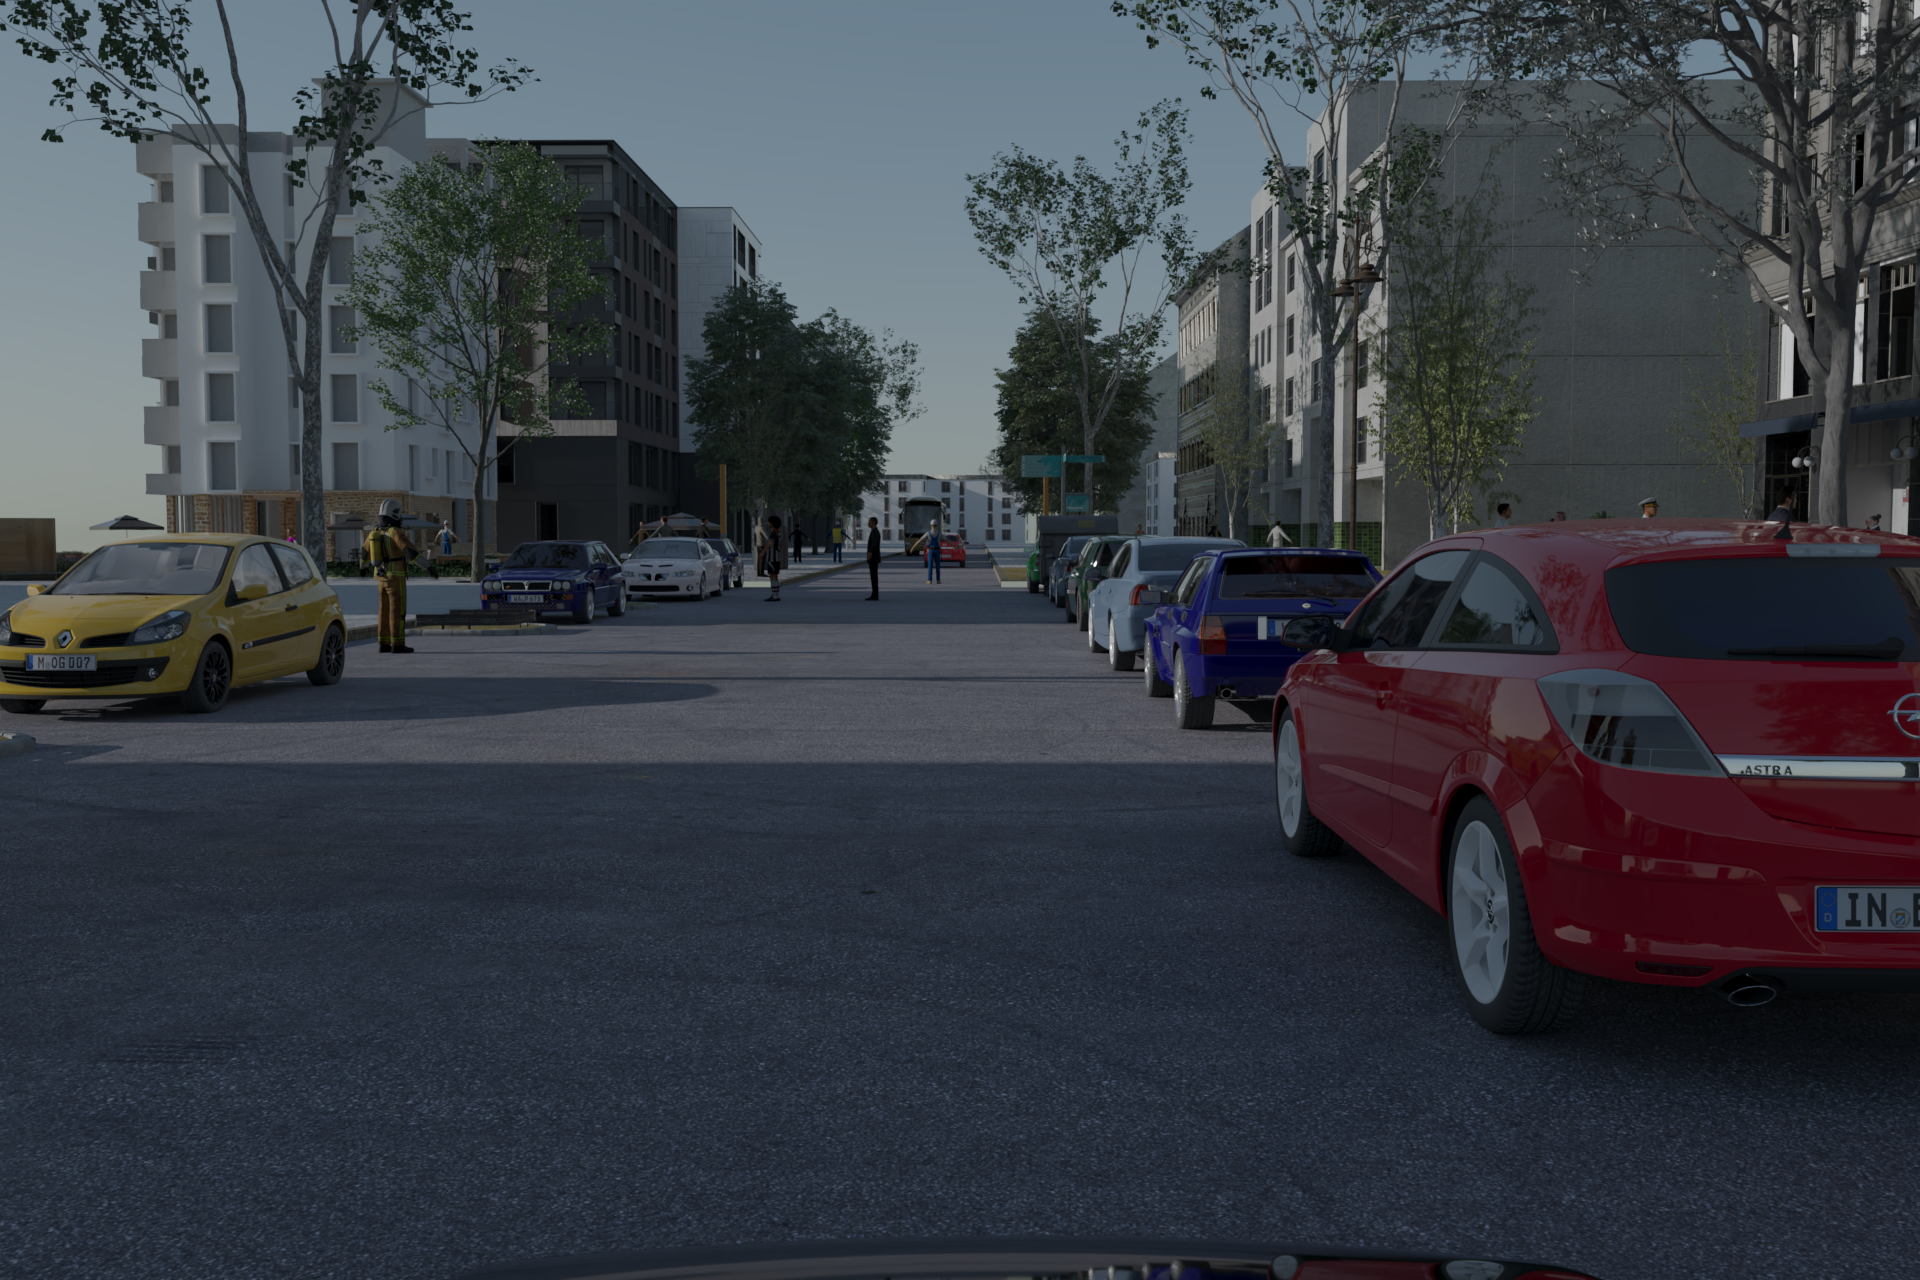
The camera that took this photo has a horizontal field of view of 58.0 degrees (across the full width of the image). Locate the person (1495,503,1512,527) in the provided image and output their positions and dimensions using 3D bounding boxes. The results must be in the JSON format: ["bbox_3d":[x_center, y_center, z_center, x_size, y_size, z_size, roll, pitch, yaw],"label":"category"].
[{"bbox_3d":[9.374,-1.445,29.785,0.704,1.810,1.344,1,4,10],"label":"person"}]

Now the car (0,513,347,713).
[{"bbox_3d":[-6.795,-0.297,15.078,2.015,1.641,3.980,0,4,1],"label":"car"}]

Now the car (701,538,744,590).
[{"bbox_3d":[-6.717,-2.009,45.421,1.945,1.354,3.894,0,4,0],"label":"car"}]

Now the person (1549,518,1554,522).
[{"bbox_3d":[19.695,-3.138,57.495,0.705,1.806,1.347,-2,4,-34],"label":"person"}]

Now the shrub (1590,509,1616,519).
[{"bbox_3d":[19.126,-2.879,51.491,1.690,2.028,1.600,0,3,0],"label":"shrub"}]

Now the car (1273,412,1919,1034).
[{"bbox_3d":[2.364,0.158,6.455,2.155,1.783,4.494,0,4,-1],"label":"car"}]

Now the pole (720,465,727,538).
[{"bbox_3d":[-6.958,-3.492,50.932,0.158,3.312,0.155,0,3,0],"label":"pole"}]

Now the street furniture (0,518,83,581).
[{"bbox_3d":[-27.746,-2.664,50.409,9.812,1.723,11.010,-2,4,-31],"label":"street furniture"}]

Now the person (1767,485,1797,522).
[{"bbox_3d":[9.212,-0.812,19.318,0.704,1.823,1.345,0,4,1],"label":"person"}]

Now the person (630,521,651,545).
[{"bbox_3d":[-12.922,-3.935,70.475,1.346,1.812,0.704,3,5,39],"label":"person"}]

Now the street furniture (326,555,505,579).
[{"bbox_3d":[-17.267,-2.210,51.754,10.072,0.657,5.734,0,4,-4],"label":"street furniture"}]

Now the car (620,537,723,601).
[{"bbox_3d":[-6.396,-1.597,38.474,2.083,1.381,4.827,0,4,0],"label":"car"}]

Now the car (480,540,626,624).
[{"bbox_3d":[-6.733,-0.996,28.863,1.945,1.354,3.894,0,4,1],"label":"car"}]

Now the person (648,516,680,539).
[{"bbox_3d":[-8.372,-2.616,49.037,1.348,1.796,0.705,-3,5,-41],"label":"person"}]

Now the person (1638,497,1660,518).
[{"bbox_3d":[10.618,-1.276,26.649,1.343,1.855,0.704,-3,5,-42],"label":"person"}]

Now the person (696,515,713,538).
[{"bbox_3d":[-7.632,-2.812,51.906,0.705,1.837,1.347,-3,4,-36],"label":"person"}]

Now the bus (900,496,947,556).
[{"bbox_3d":[-2.283,-7.621,116.144,2.896,3.916,12.252,0,4,1],"label":"bus"}]

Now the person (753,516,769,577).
[{"bbox_3d":[-5.896,-2.788,51.712,0.705,1.813,1.348,-2,4,-32],"label":"person"}]

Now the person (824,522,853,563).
[{"bbox_3d":[-5.432,-4.342,76.955,1.349,1.833,0.705,1,4,12],"label":"person"}]

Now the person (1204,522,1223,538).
[{"bbox_3d":[12.220,-4.760,83.601,1.354,1.856,0.705,-2,4,-31],"label":"person"}]

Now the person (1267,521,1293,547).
[{"bbox_3d":[12.320,-3.719,66.984,0.705,1.806,1.347,-2,4,-34],"label":"person"}]

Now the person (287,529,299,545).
[{"bbox_3d":[-18.542,-2.360,47.850,0.991,1.433,0.599,3,4,39],"label":"person"}]

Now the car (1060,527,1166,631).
[{"bbox_3d":[2.581,-1.045,26.880,2.009,1.686,4.222,0,3,0],"label":"car"}]

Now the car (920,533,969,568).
[{"bbox_3d":[-0.668,-4.046,75.196,2.155,1.783,4.494,0,4,-1],"label":"car"}]

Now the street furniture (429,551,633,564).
[{"bbox_3d":[-14.638,-2.961,64.042,10.072,0.657,5.734,-1,4,-13],"label":"street furniture"}]

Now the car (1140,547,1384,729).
[{"bbox_3d":[2.476,-0.090,14.048,1.945,1.354,3.894,0,4,1],"label":"car"}]

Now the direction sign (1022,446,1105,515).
[{"bbox_3d":[3.126,-3.858,51.836,2.525,3.948,1.411,0,3,0],"label":"direction sign"}]

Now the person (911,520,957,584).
[{"bbox_3d":[-0.746,-2.536,49.784,1.347,1.847,0.705,0,4,-5],"label":"person"}]

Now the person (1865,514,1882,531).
[{"bbox_3d":[20.220,-1.939,38.547,0.445,1.727,0.742,0,4,-3],"label":"person"}]

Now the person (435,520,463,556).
[{"bbox_3d":[-21.038,-3.991,71.107,1.347,1.847,0.705,1,4,20],"label":"person"}]

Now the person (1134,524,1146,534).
[{"bbox_3d":[8.170,-4.359,78.074,1.217,1.733,0.721,-2,4,-26],"label":"person"}]

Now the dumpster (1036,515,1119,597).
[{"bbox_3d":[2.694,-1.925,39.685,1.865,1.857,1.264,0,4,0],"label":"dumpster"}]

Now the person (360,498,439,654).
[{"bbox_3d":[-6.825,-0.773,20.871,1.354,1.858,0.705,2,4,33],"label":"person"}]

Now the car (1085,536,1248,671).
[{"bbox_3d":[2.440,-0.453,19.411,2.014,1.417,4.499,0,4,0],"label":"car"}]

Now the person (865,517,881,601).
[{"bbox_3d":[-1.892,-1.756,37.389,0.704,1.802,1.346,0,4,-3],"label":"person"}]

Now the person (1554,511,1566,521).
[{"bbox_3d":[13.595,-2.022,39.206,0.704,1.811,1.347,1,4,10],"label":"person"}]

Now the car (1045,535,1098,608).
[{"bbox_3d":[2.740,-1.404,34.960,2.014,1.417,4.499,0,4,0],"label":"car"}]

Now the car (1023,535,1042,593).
[{"bbox_3d":[2.574,-2.106,43.235,1.959,1.807,4.718,0,4,1],"label":"car"}]

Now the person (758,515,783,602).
[{"bbox_3d":[-3.989,-1.729,36.874,0.704,1.843,1.345,1,4,10],"label":"person"}]

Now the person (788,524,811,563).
[{"bbox_3d":[-7.153,-4.289,76.841,1.216,1.740,0.721,2,4,25],"label":"person"}]
